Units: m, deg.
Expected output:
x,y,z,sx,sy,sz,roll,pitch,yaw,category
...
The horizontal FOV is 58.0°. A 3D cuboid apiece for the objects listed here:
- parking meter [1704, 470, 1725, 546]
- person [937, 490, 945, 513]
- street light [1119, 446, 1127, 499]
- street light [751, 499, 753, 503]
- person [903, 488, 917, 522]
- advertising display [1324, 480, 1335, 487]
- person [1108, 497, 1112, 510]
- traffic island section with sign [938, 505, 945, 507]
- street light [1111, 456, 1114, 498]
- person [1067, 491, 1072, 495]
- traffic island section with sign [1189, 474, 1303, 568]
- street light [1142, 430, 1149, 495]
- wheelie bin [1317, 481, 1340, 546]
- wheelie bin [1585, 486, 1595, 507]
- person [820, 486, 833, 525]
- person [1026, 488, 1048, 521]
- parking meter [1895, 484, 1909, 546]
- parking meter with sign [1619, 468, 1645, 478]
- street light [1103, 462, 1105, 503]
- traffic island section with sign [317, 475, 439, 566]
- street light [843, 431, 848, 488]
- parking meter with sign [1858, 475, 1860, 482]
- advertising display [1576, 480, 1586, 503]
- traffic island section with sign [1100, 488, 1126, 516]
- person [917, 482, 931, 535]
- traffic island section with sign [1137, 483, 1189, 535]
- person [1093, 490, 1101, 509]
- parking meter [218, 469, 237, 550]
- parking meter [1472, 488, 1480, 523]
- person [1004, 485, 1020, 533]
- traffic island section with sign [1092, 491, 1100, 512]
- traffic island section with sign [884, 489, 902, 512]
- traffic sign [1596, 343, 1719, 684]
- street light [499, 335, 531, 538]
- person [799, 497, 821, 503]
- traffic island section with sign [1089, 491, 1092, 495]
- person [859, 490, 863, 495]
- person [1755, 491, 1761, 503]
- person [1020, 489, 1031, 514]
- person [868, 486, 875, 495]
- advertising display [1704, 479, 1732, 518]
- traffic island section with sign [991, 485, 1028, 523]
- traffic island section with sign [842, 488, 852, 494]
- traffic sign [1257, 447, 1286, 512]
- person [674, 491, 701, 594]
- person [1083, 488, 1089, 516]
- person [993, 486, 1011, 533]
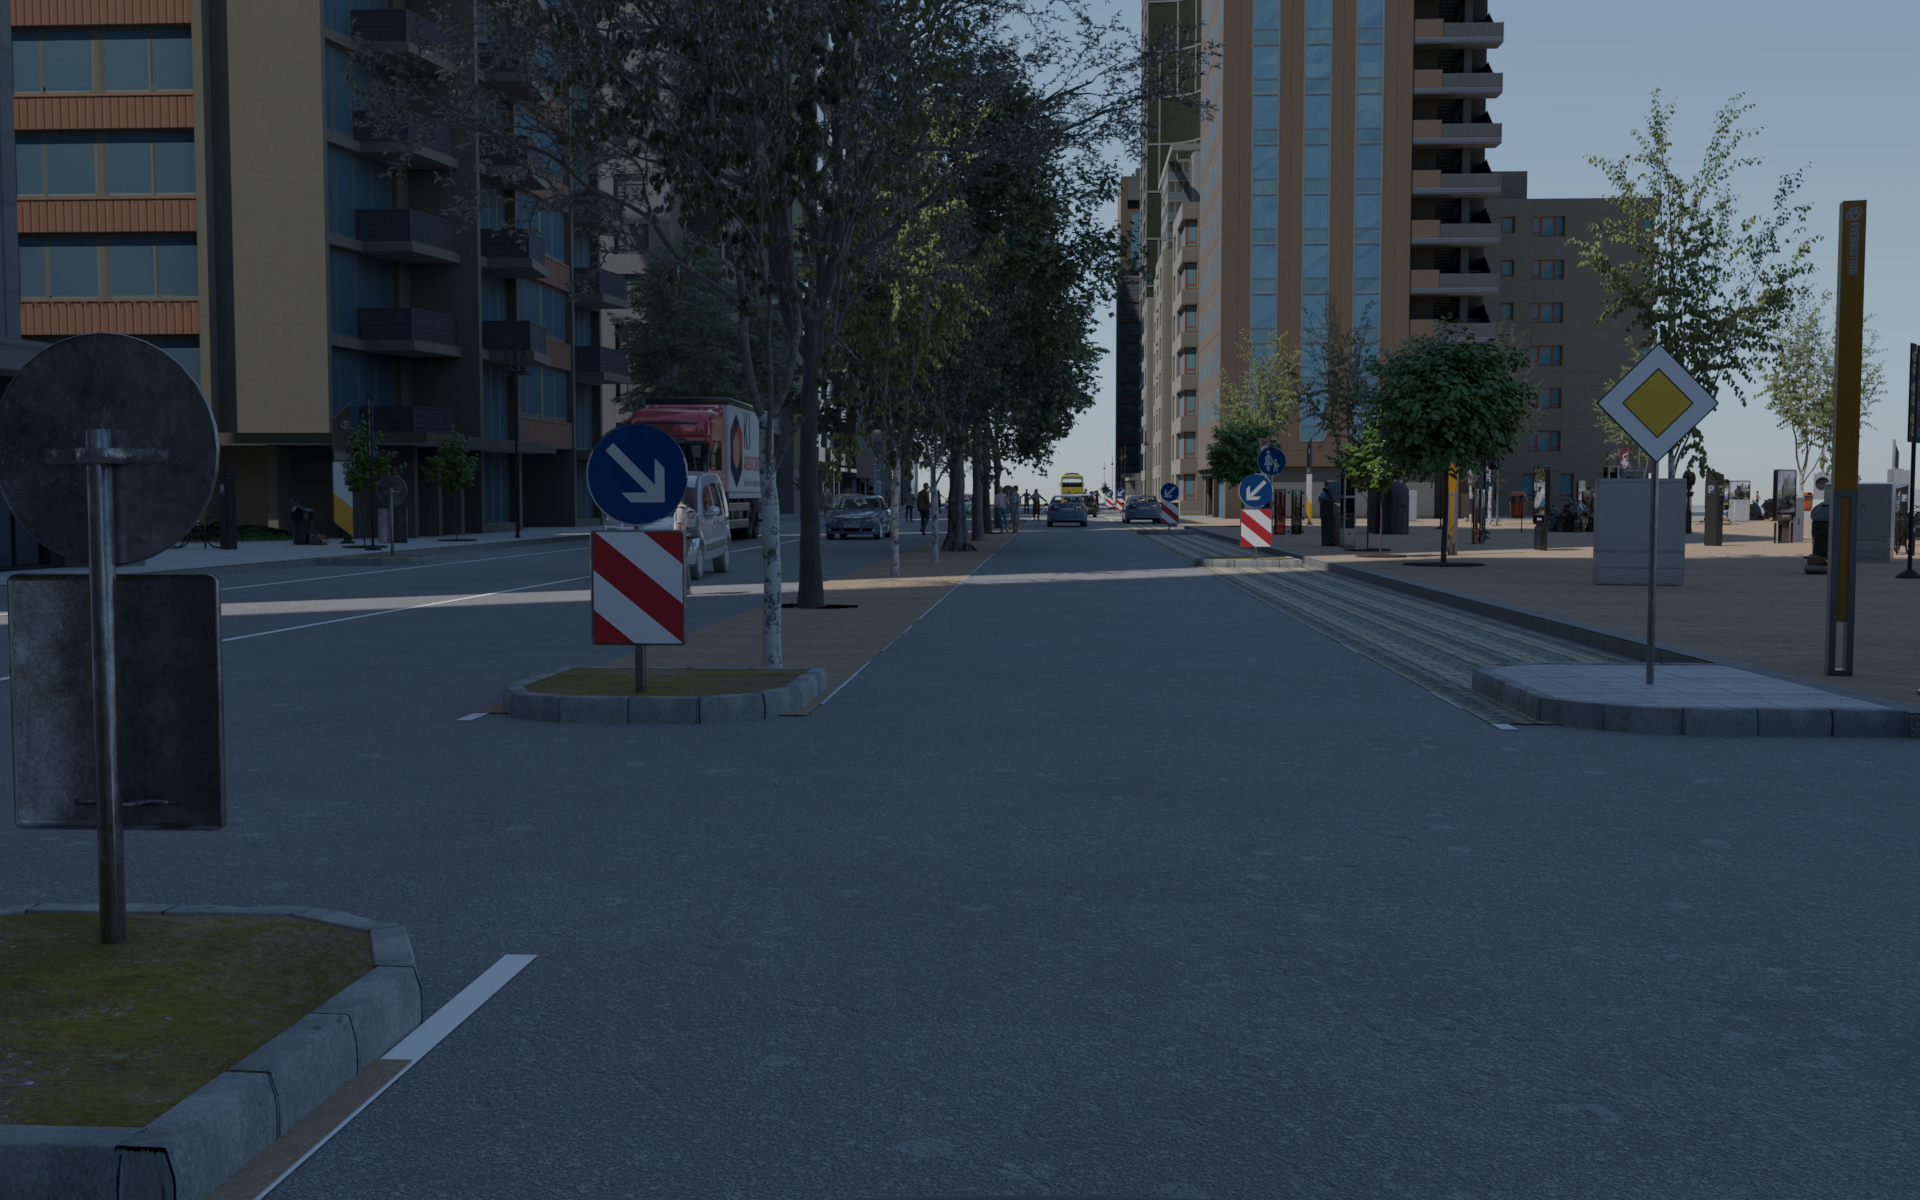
x,y,z,sx,sy,sz,roll,pitch,yaw,category
18.622,-2.265,42.748,0.255,1.863,0.399,-2,4,-30,parking meter
-1.554,-7.393,130.100,1.217,1.743,0.721,-2,4,-25,person
15.953,-12.139,171.256,0.468,5.910,1.993,0,4,3,street light
-10.747,-7.133,89.410,0.468,5.910,1.993,0,4,3,street light
-2.478,-4.878,88.780,0.617,1.759,0.750,3,4,37,person
17.050,-4.565,79.849,0.123,1.923,0.974,3,4,37,advertising display
12.622,-8.374,146.359,0.436,1.711,0.756,0,4,6,person
-2.492,-11.364,194.428,1.989,1.847,2.006,0,4,3,traffic island section with sign
18.321,-14.411,208.404,0.468,5.910,1.993,0,4,3,street light
9.825,-8.901,154.970,0.756,1.711,0.436,2,4,30,person
5.692,-1.580,34.466,1.989,1.847,2.006,0,4,3,traffic island section with sign
13.406,-9.319,125.158,0.468,5.910,1.993,0,4,3,street light
9.259,-2.133,42.777,0.980,1.594,0.693,-1,4,-23,wheelie bin
24.421,-3.597,66.723,0.693,1.594,0.980,-2,4,-24,wheelie bin
-6.116,-4.342,79.606,0.709,1.813,0.853,1,4,15,person
4.102,-5.093,92.509,1.217,1.736,0.721,-1,4,-13,person
23.327,-2.116,43.007,0.372,1.533,0.369,0,3,0,parking meter
19.697,-3.346,50.964,1.738,3.016,0.543,0,4,0,parking meter with sign
20.447,-16.684,245.565,0.468,5.910,1.993,0,4,3,street light
-11.841,-1.647,35.551,1.989,1.847,2.006,0,4,3,traffic island section with sign
-8.395,-9.448,127.261,0.468,5.910,1.993,0,4,3,street light
32.225,-4.058,62.606,0.543,3.016,1.738,3,5,43,parking meter with sign
29.540,-4.721,82.403,0.123,1.923,0.974,3,5,39,advertising display
10.227,-6.298,111.606,1.989,1.847,2.006,0,4,3,traffic island section with sign
-1.236,-3.208,60.869,0.656,1.842,0.836,1,4,13,person
7.284,-3.229,61.419,1.989,1.847,2.006,0,4,3,traffic island section with sign
12.846,-9.428,162.655,1.348,1.823,0.705,-3,5,-41,person
-16.936,-2.101,40.055,0.399,1.863,0.255,3,5,42,parking meter
22.812,-4.163,76.478,0.372,1.533,0.369,0,3,0,parking meter
1.921,-3.288,62.833,0.524,1.755,0.480,-2,4,-34,person
11.812,-7.944,138.514,1.989,1.847,2.006,0,4,3,traffic island section with sign
-5.738,-8.008,139.553,1.989,1.847,2.006,0,4,3,traffic island section with sign
4.653,-0.488,11.627,0.795,2.450,0.064,0,4,3,traffic sign
-12.942,-4.753,50.502,0.468,5.910,1.993,0,4,3,street light
-7.830,-5.054,91.148,1.348,1.822,0.705,-1,4,-15,person
15.039,-11.291,193.242,1.989,1.847,2.006,0,4,3,traffic island section with sign
-7.043,-6.902,122.062,1.217,1.735,0.721,0,4,-2,person
75.350,-9.435,163.470,0.721,1.736,1.217,3,5,43,person
4.914,-7.284,127.681,1.350,1.814,0.705,0,4,-2,person
-4.591,-4.943,88.949,0.705,1.869,1.348,2,4,25,person
32.594,-4.242,74.578,0.974,1.923,0.123,2,4,31,advertising display
2.377,-4.809,86.766,2.006,1.907,1.989,0,4,3,traffic island section with sign
-7.312,-6.358,112.584,1.989,1.847,2.006,0,4,3,traffic island section with sign
8.425,-2.861,46.880,0.768,2.556,0.104,0,4,5,traffic sign
-3.961,-0.826,24.593,0.523,1.515,0.503,-1,4,-16,person
8.396,-6.532,115.308,0.705,1.822,1.348,2,4,34,person
1.644,-3.356,64.035,0.731,1.740,0.598,-1,4,-20,person
